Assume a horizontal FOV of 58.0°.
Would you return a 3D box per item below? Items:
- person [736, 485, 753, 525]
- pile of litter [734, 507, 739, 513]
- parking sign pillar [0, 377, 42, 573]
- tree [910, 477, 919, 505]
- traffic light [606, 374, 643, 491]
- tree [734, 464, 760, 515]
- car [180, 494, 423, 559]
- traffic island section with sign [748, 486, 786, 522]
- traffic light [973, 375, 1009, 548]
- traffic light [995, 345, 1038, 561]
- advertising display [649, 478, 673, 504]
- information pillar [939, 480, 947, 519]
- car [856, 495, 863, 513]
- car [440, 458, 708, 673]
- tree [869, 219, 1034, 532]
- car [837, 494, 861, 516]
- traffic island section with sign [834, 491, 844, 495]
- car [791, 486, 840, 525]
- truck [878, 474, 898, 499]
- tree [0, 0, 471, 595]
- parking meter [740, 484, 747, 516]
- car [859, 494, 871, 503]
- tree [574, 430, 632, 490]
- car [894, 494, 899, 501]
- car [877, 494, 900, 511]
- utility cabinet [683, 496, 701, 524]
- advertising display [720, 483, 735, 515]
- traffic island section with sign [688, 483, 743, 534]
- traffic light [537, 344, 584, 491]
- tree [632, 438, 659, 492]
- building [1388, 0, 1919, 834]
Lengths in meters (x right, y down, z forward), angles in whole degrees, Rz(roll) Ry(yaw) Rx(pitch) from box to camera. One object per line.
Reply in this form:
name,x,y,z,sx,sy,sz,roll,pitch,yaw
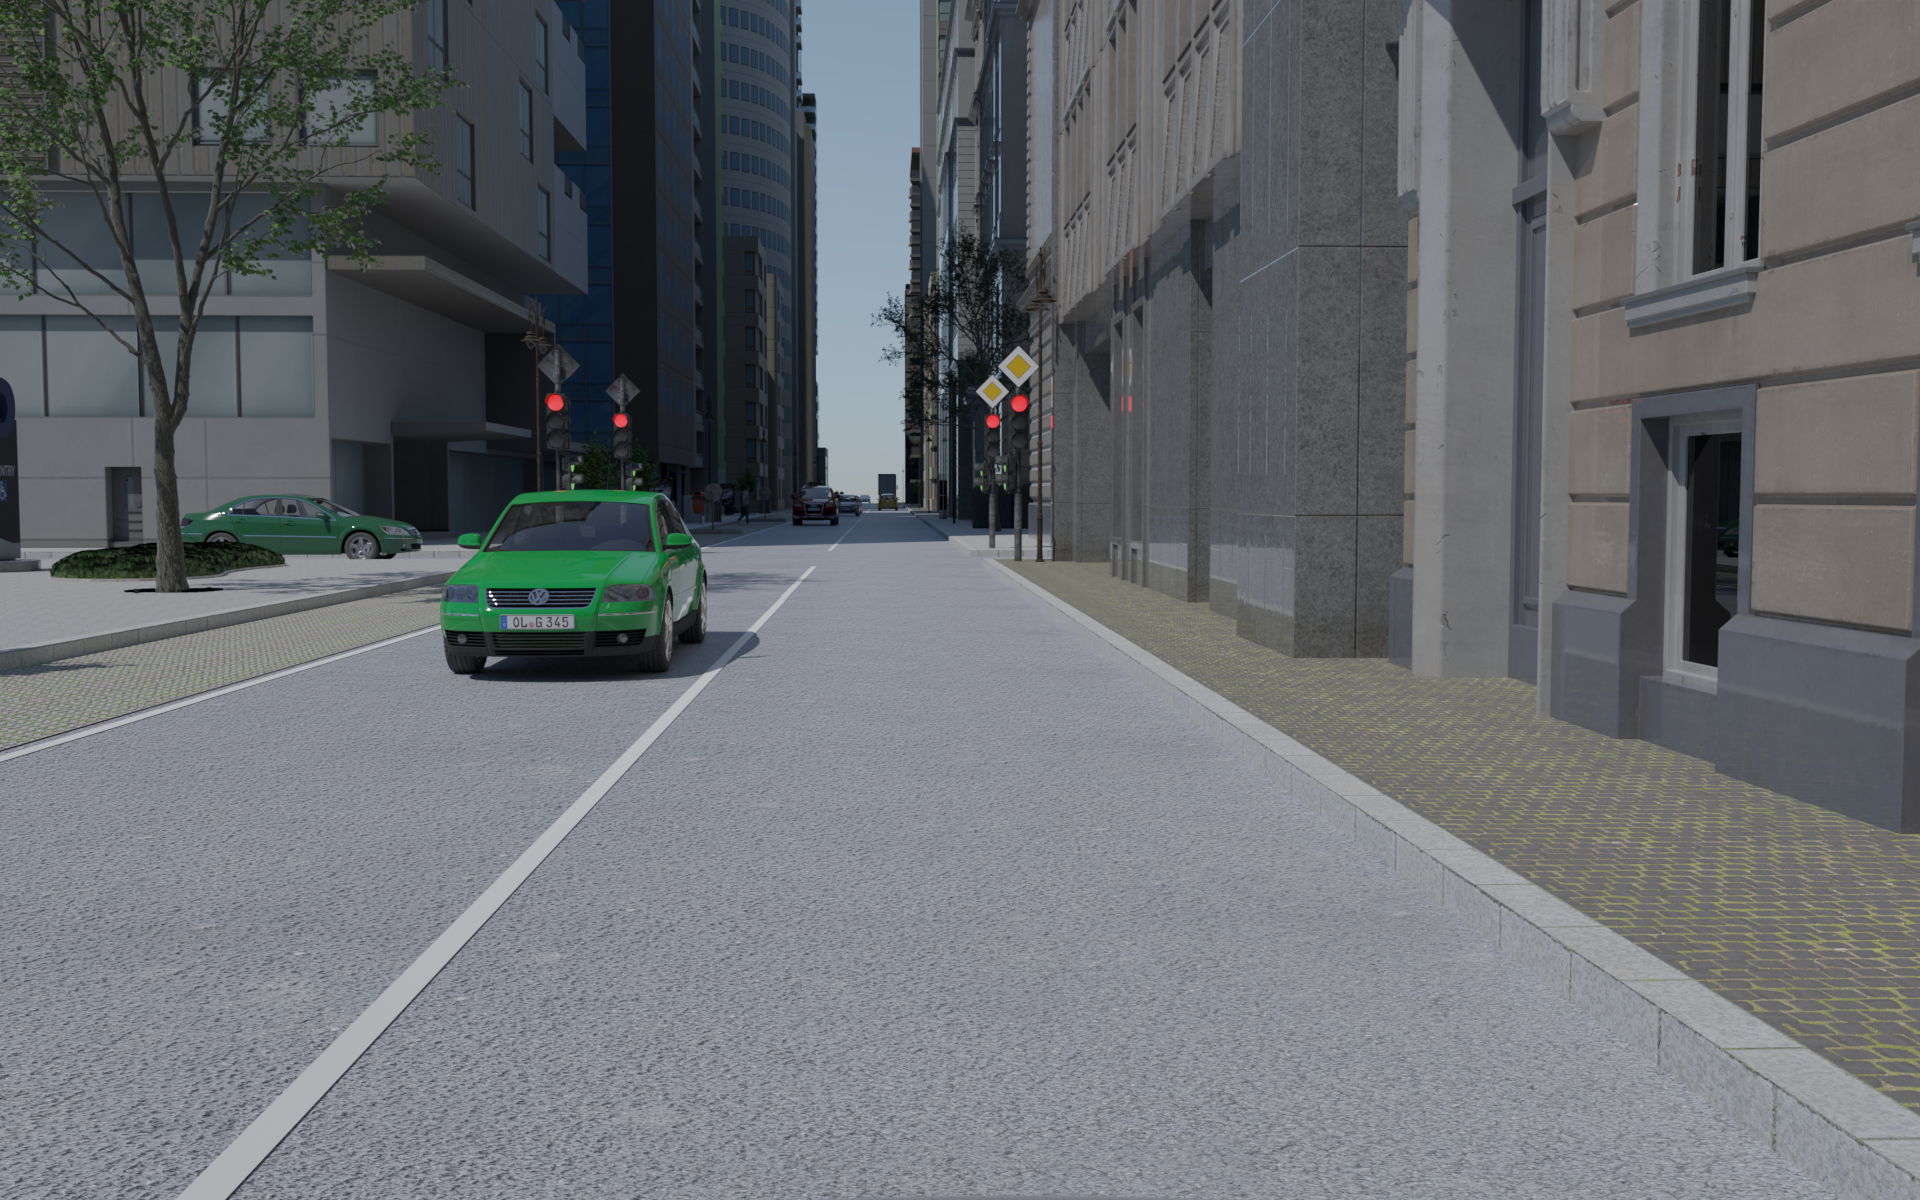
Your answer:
person,-10.093,-4.442,80.977,0.795,1.843,0.661,0,4,1
pile of litter,-15.317,-6.131,114.212,1.719,0.858,1.176,-2,4,-24
parking sign pillar,-16.066,-2.456,28.634,1.447,3.967,1.447,0,4,-7
tree,-5.025,-12.576,200.214,1.663,3.219,1.824,0,3,0
traffic light,-7.860,-3.155,40.500,0.839,4.253,0.868,0,4,-2
tree,-13.377,-7.003,109.107,1.663,3.219,1.824,0,3,0
car,-13.883,-1.515,36.563,4.920,1.459,2.131,0,4,-4
traffic island section with sign,-10.028,-4.950,89.561,1.989,1.847,2.006,0,4,-2
traffic light,0.743,-3.178,40.887,0.839,4.253,0.868,0,4,-2
traffic light,1.088,-2.690,32.909,0.839,4.253,0.868,0,4,-2
advertising display,-11.730,-3.835,67.923,0.974,1.923,0.123,1,4,13
information pillar,-0.883,-5.236,90.100,0.304,2.012,0.304,3,5,41
car,-8.333,-7.216,130.343,2.083,1.381,4.827,0,4,-1
car,-3.282,-0.397,15.280,1.959,1.807,4.718,0,4,-3
tree,0.966,-7.636,59.253,7.601,10.594,8.767,1,4,22
car,-7.497,-6.251,114.211,2.014,1.417,4.499,0,4,-2
traffic island section with sign,-16.977,-14.763,249.998,1.989,1.847,2.006,0,4,-2
car,-6.713,-4.412,80.807,2.281,1.827,5.304,0,4,-2
truck,-10.210,-15.600,243.972,2.839,4.237,11.283,0,4,-1
tree,-10.348,-5.916,22.480,9.928,11.665,9.643,0,3,0
parking meter,-12.775,-5.911,102.353,0.255,1.863,0.399,-3,4,-38
car,-14.918,-15.827,271.138,2.083,1.381,4.827,0,4,-3
tree,-10.912,-3.530,52.318,1.663,3.219,1.824,0,3,0
car,-8.715,-12.523,216.553,2.131,1.459,4.920,0,4,-1
car,-6.273,-8.611,151.009,2.015,1.641,3.980,0,4,-1
utility cabinet,-11.692,-3.952,75.775,0.306,1.237,1.020,2,4,25
advertising display,-13.955,-6.037,103.916,0.974,1.923,0.123,2,4,28
traffic island section with sign,-8.849,-3.279,62.239,1.989,1.847,2.006,0,4,-2
traffic light,-7.514,-2.667,32.522,0.839,4.253,0.868,0,4,-2
tree,-11.101,-3.938,58.987,1.663,3.219,1.824,0,3,0
building,9.886,-13.269,2.861,13.634,28.700,20.117,0,4,-2
